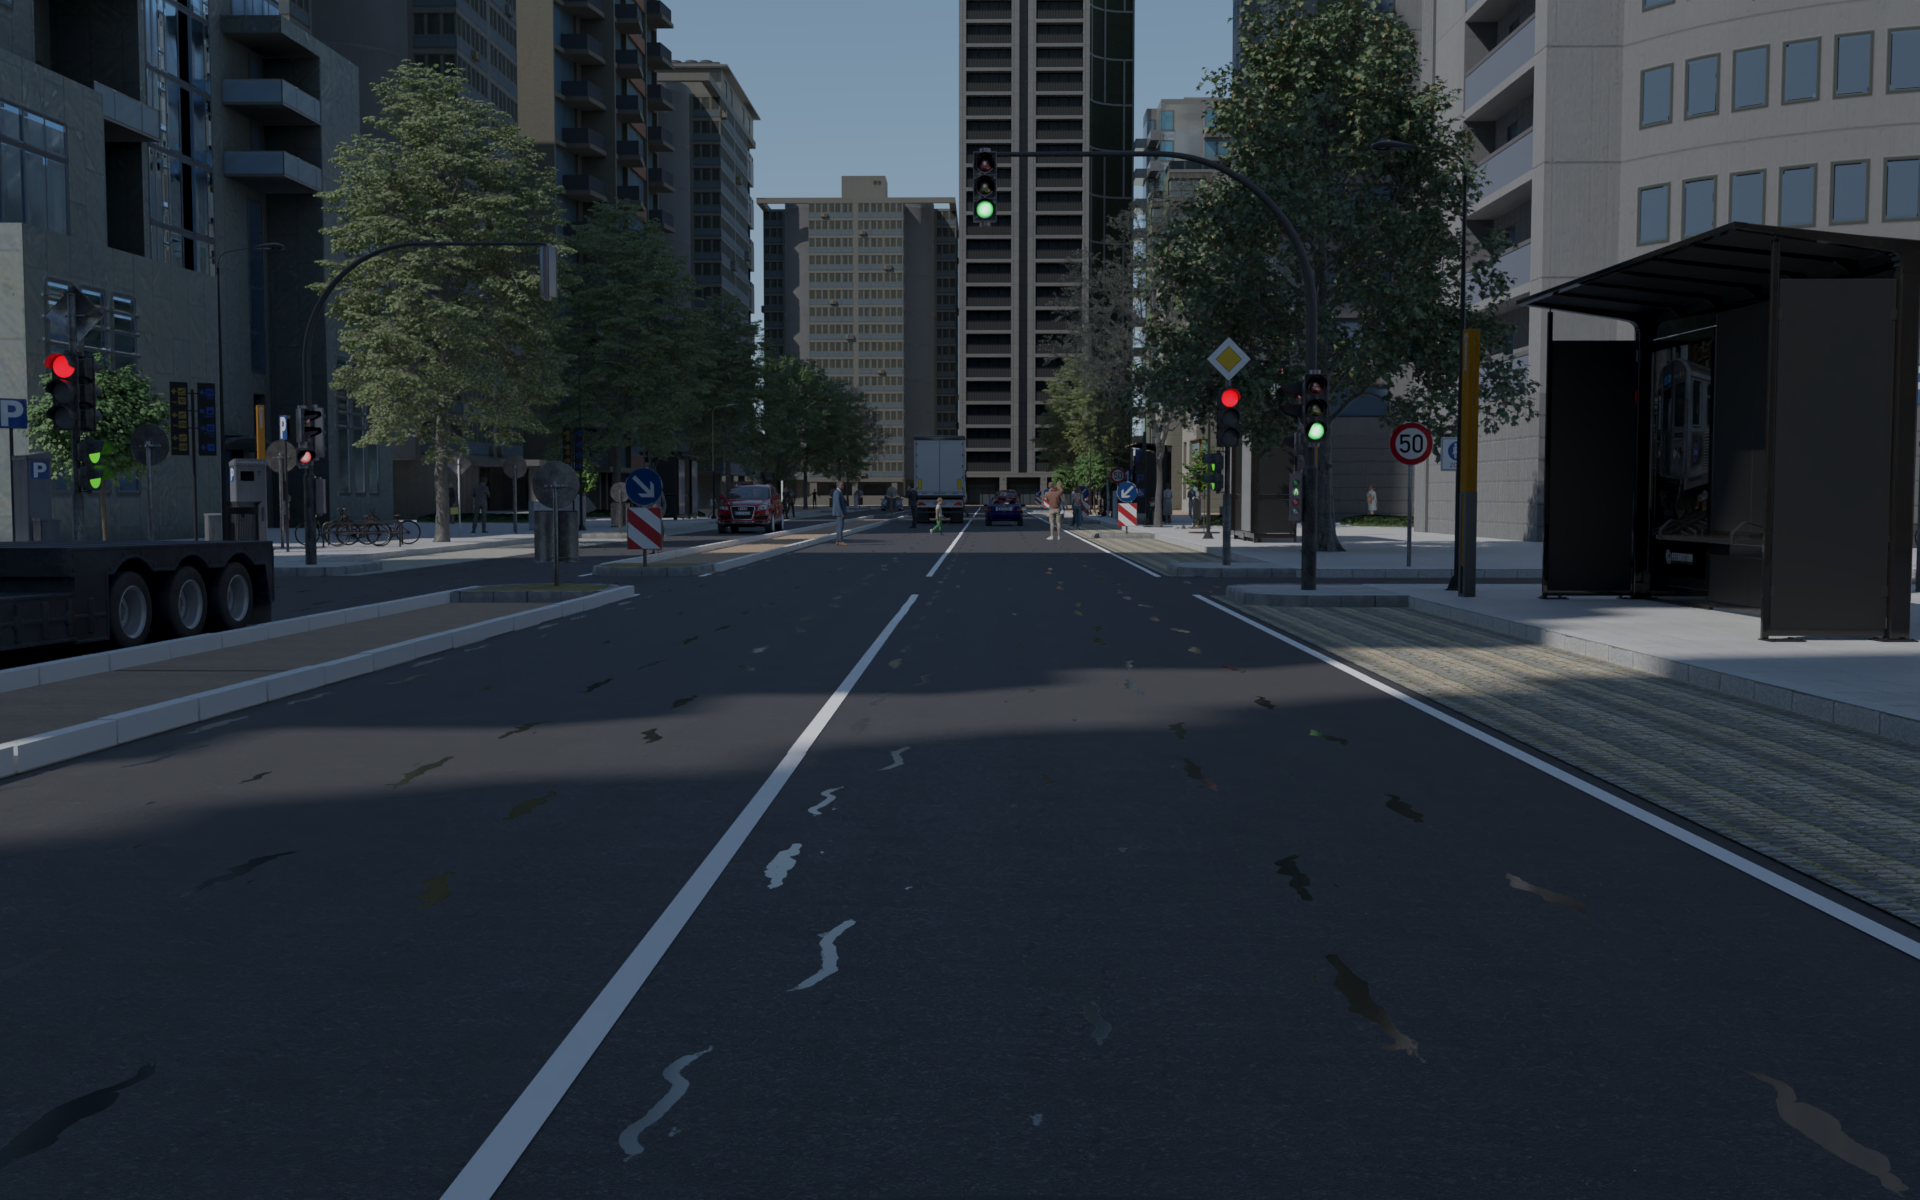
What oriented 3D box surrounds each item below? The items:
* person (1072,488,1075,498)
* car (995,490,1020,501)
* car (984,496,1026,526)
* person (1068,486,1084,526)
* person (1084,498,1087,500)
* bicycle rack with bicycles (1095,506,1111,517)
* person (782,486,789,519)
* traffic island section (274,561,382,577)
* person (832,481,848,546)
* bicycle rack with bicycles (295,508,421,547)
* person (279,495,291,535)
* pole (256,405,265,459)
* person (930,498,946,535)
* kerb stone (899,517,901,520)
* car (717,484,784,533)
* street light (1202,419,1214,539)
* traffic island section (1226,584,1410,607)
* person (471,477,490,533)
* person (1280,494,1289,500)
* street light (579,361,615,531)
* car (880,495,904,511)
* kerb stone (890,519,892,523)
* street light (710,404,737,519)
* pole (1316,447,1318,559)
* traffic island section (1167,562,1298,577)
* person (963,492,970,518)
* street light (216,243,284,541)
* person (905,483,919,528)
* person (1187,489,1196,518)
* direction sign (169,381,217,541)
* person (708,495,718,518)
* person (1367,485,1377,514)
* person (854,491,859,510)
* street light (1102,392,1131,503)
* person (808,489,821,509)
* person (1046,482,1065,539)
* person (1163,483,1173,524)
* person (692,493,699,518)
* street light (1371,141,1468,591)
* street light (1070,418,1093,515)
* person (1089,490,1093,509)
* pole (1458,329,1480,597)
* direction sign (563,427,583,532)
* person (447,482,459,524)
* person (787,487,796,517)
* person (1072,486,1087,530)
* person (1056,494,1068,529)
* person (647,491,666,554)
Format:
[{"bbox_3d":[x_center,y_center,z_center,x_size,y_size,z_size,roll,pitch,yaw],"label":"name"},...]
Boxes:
[{"bbox_3d":[10.717,-9.555,162.345,0.705,1.814,1.350,-1,4,-18],"label":"person"},{"bbox_3d":[4.222,-8.872,153.722,2.281,1.827,5.304,0,4,1],"label":"car"},{"bbox_3d":[2.038,-4.085,79.373,1.945,1.354,3.894,0,4,2],"label":"car"},{"bbox_3d":[5.237,-4.206,77.446,0.721,1.800,0.419,3,5,42],"label":"person"},{"bbox_3d":[8.105,-6.636,114.629,0.705,1.812,1.348,-1,4,-14],"label":"person"},{"bbox_3d":[9.175,-5.084,96.503,2.925,0.926,2.852,1,4,16],"label":"bicycle rack with bicycles"},{"bbox_3d":[-9.799,-5.488,97.597,0.474,1.900,0.648,-1,4,-14],"label":"person"},{"bbox_3d":[-11.816,-0.564,31.499,2.009,0.180,2.903,0,4,1],"label":"traffic island section"},{"bbox_3d":[-3.359,-2.432,48.444,0.419,1.800,0.721,0,4,-8],"label":"person"},{"bbox_3d":[-14.899,-1.799,42.799,2.925,0.926,2.852,-1,4,-15],"label":"bicycle rack with bicycles"},{"bbox_3d":[-21.310,-2.691,54.727,0.352,1.250,0.332,-2,4,-24],"label":"person"},{"bbox_3d":[-16.062,-2.813,39.843,0.158,3.312,0.155,0,3,0],"label":"pole"},{"bbox_3d":[-0.766,-2.895,60.086,0.590,1.304,0.306,-1,4,-16],"label":"person"},{"bbox_3d":[-3.408,-4.325,92.901,0.120,0.150,1.000,0,4,1],"label":"kerb stone"},{"bbox_3d":[-7.797,-3.437,64.868,2.281,1.827,5.304,0,4,1],"label":"car"},{"bbox_3d":[6.579,-4.708,49.515,1.470,5.913,1.316,0,4,1],"label":"street light"},{"bbox_3d":[4.682,-0.057,23.219,2.009,0.180,2.903,0,4,1],"label":"traffic island section"},{"bbox_3d":[-15.849,-3.140,57.194,0.655,1.846,0.447,0,4,-8],"label":"person"},{"bbox_3d":[14.141,-4.248,75.694,0.606,1.804,0.583,-2,4,-32],"label":"person"},{"bbox_3d":[-12.767,-5.391,60.688,1.470,5.913,1.316,0,4,1],"label":"street light"},{"bbox_3d":[-5.805,-8.343,148.417,2.014,1.417,4.499,0,4,1],"label":"car"},{"bbox_3d":[-3.549,-3.823,84.701,0.120,0.150,1.000,0,4,1],"label":"kerb stone"},{"bbox_3d":[-12.186,-7.148,89.410,1.470,5.913,1.316,0,4,1],"label":"street light"},{"bbox_3d":[6.523,-2.342,32.134,0.158,3.312,0.155,0,3,0],"label":"pole"},{"bbox_3d":[4.822,-0.546,31.203,2.009,0.180,2.903,0,4,1],"label":"traffic island section"},{"bbox_3d":[0.212,-5.907,105.177,0.850,1.850,0.679,-2,4,-26],"label":"person"},{"bbox_3d":[-13.197,-3.649,32.198,1.470,5.913,1.316,0,4,1],"label":"street light"},{"bbox_3d":[-2.035,-3.980,72.939,0.474,1.900,0.648,1,4,16],"label":"person"},{"bbox_3d":[12.215,-5.167,91.075,0.519,1.759,0.362,-1,4,-12],"label":"person"},{"bbox_3d":[-15.551,-2.641,35.179,0.876,3.537,0.379,-3,5,-39],"label":"direction sign"},{"bbox_3d":[-13.040,-4.915,91.412,0.505,1.210,0.382,-3,5,-40],"label":"person"},{"bbox_3d":[18.450,-4.320,77.685,0.512,1.701,0.522,3,4,37],"label":"person"},{"bbox_3d":[-9.196,-8.825,153.461,0.551,1.740,0.621,1,4,18],"label":"person"},{"bbox_3d":[7.078,-6.439,77.819,1.470,5.913,1.316,0,4,1],"label":"street light"},{"bbox_3d":[-12.606,-8.760,149.793,1.217,1.766,0.721,-2,4,-26],"label":"person"},{"bbox_3d":[3.042,-2.828,54.720,0.580,1.828,0.573,-3,5,-39],"label":"person"},{"bbox_3d":[8.982,-4.187,75.063,0.480,1.755,0.524,-1,4,-22],"label":"person"},{"bbox_3d":[-13.958,-5.181,91.012,0.793,1.790,0.793,1,4,13],"label":"person"},{"bbox_3d":[6.099,-3.082,22.931,1.470,5.913,1.316,0,4,1],"label":"street light"},{"bbox_3d":[7.461,-8.175,106.201,1.470,5.913,1.316,0,4,1],"label":"street light"},{"bbox_3d":[11.494,-8.777,149.505,1.348,1.831,0.705,2,4,35],"label":"person"},{"bbox_3d":[6.327,-1.693,21.523,0.158,3.312,0.155,0,3,0],"label":"pole"},{"bbox_3d":[-13.151,-4.091,58.883,0.876,3.537,0.379,2,4,30],"label":"direction sign"},{"bbox_3d":[-21.696,-4.134,73.855,0.699,1.804,1.509,-1,4,-12],"label":"person"},{"bbox_3d":[-10.341,-5.939,105.516,0.836,1.842,0.656,3,4,36],"label":"person"},{"bbox_3d":[4.757,-3.693,69.469,0.593,1.750,0.643,2,4,23],"label":"person"},{"bbox_3d":[4.133,-3.785,71.064,0.731,1.740,0.598,2,4,33],"label":"person"},{"bbox_3d":[-7.287,-1.993,41.272,0.592,1.802,0.473,0,4,1],"label":"person"}]
